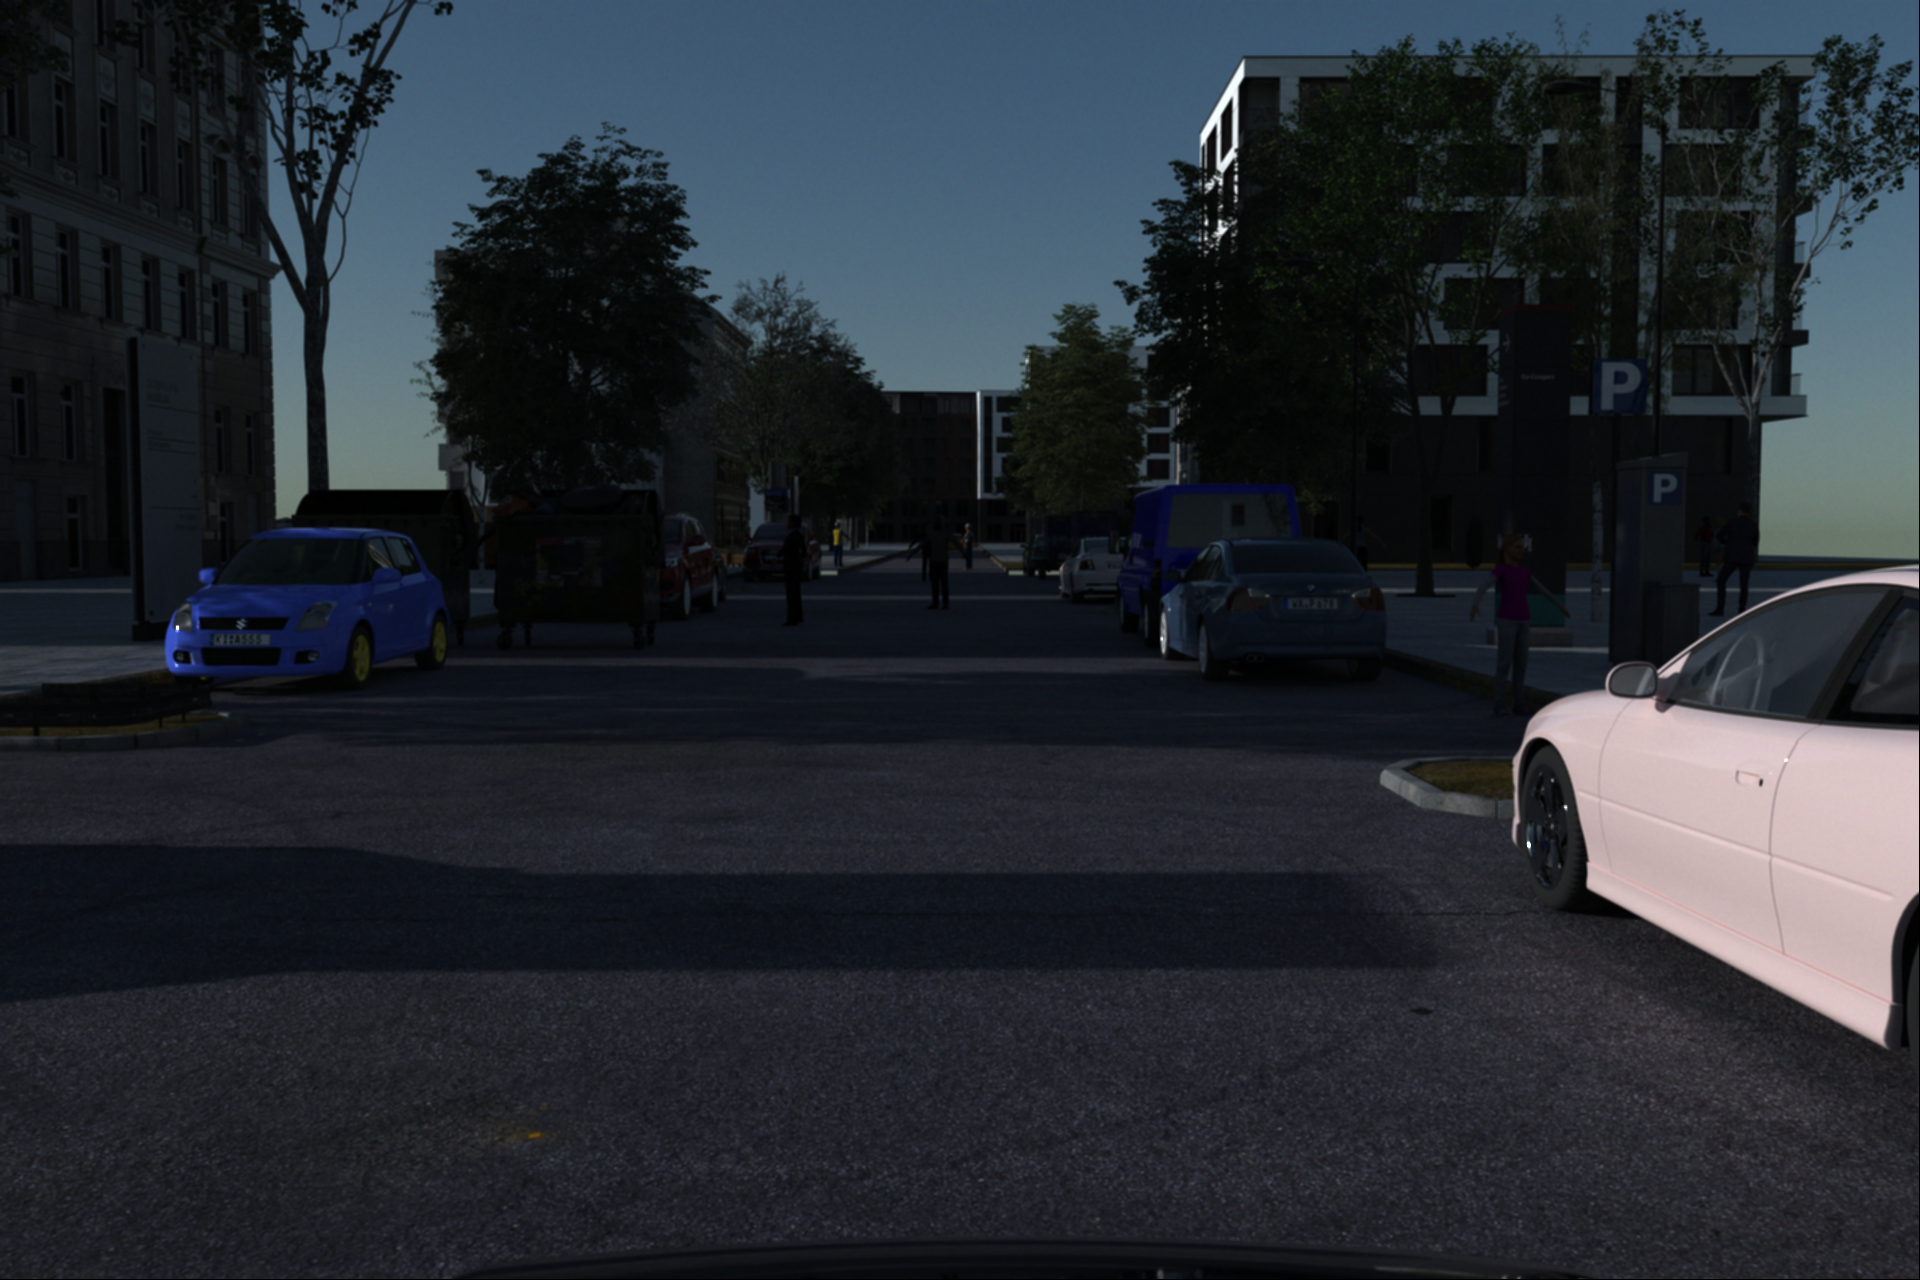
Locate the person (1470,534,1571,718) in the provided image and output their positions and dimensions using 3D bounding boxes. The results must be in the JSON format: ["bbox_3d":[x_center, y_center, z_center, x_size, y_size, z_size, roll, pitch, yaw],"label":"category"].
[{"bbox_3d":[4.361,-0.110,13.528,0.991,1.433,0.599,-2,4,-25],"label":"person"}]

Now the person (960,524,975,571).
[{"bbox_3d":[0.310,-3.663,68.203,0.705,1.847,1.347,2,4,28],"label":"person"}]

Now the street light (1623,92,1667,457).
[{"bbox_3d":[7.756,-2.775,17.905,1.470,5.913,1.316,0,3,0],"label":"street light"}]

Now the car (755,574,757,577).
[{"bbox_3d":[-5.881,-2.846,58.893,2.083,1.381,4.827,0,4,0],"label":"car"}]

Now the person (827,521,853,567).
[{"bbox_3d":[-4.714,-3.746,67.709,1.216,1.772,0.721,2,4,30],"label":"person"}]

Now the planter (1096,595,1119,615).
[{"bbox_3d":[3.488,-0.627,31.398,1.991,0.319,1.994,0,4,1],"label":"planter"}]

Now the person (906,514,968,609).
[{"bbox_3d":[-0.401,-1.493,32.995,1.348,1.813,0.705,2,4,30],"label":"person"}]

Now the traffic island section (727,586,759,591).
[{"bbox_3d":[-6.188,-1.309,44.272,1.991,0.108,1.994,0,4,0],"label":"traffic island section"}]

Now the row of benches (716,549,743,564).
[{"bbox_3d":[-9.030,-3.535,73.266,4.104,0.672,1.422,1,4,22],"label":"row of benches"}]

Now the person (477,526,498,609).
[{"bbox_3d":[-7.756,-1.395,29.620,1.215,1.729,0.721,0,4,3],"label":"person"}]

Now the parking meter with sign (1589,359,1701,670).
[{"bbox_3d":[6.547,-1.237,16.481,0.543,3.016,1.738,0,3,0],"label":"parking meter with sign"}]

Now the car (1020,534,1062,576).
[{"bbox_3d":[3.185,-2.968,60.329,2.131,1.459,4.920,0,4,-1],"label":"car"}]

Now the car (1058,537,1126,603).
[{"bbox_3d":[3.185,-1.518,37.187,2.083,1.381,4.827,0,4,-1],"label":"car"}]

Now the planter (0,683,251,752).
[{"bbox_3d":[-6.259,0.536,12.376,1.991,0.319,1.994,0,4,0],"label":"planter"}]

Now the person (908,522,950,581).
[{"bbox_3d":[-0.965,-2.692,52.655,1.347,1.806,0.705,-1,4,-19],"label":"person"}]

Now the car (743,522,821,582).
[{"bbox_3d":[-5.459,-2.743,53.514,2.281,1.827,5.304,0,4,0],"label":"car"}]

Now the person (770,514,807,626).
[{"bbox_3d":[-2.675,-1.094,27.073,0.721,1.740,1.216,1,4,17],"label":"person"}]

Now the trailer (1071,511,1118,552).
[{"bbox_3d":[3.348,-2.256,43.927,1.471,1.999,3.904,0,3,0],"label":"trailer"}]

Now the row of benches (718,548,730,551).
[{"bbox_3d":[-11.183,-3.849,78.401,1.422,0.672,4.104,-2,4,-24],"label":"row of benches"}]

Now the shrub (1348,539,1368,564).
[{"bbox_3d":[14.821,-3.294,64.980,1.383,1.207,1.383,0,3,0],"label":"shrub"}]

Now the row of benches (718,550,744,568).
[{"bbox_3d":[-8.145,-3.062,65.529,1.422,0.672,4.104,-3,4,-36],"label":"row of benches"}]

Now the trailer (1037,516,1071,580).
[{"bbox_3d":[3.207,-2.964,55.510,1.471,1.999,3.904,0,4,0],"label":"trailer"}]

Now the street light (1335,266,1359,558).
[{"bbox_3d":[7.230,-3.472,29.316,1.470,5.913,1.316,0,4,0],"label":"street light"}]

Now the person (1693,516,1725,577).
[{"bbox_3d":[22.507,-2.818,52.188,1.345,1.816,0.704,-2,4,-29],"label":"person"}]

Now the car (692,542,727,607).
[{"bbox_3d":[-5.925,-1.459,35.653,2.131,1.459,4.920,0,3,0],"label":"car"}]

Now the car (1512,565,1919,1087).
[{"bbox_3d":[3.169,0.440,5.171,2.083,1.381,4.827,0,4,0],"label":"car"}]

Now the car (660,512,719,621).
[{"bbox_3d":[-5.512,-1.328,30.389,2.281,1.827,5.304,0,4,0],"label":"car"}]

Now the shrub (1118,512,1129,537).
[{"bbox_3d":[5.955,-3.592,62.770,1.661,2.075,1.752,0,3,0],"label":"shrub"}]

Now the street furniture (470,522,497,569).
[{"bbox_3d":[-16.132,-3.650,66.532,9.812,1.723,11.010,1,4,17],"label":"street furniture"}]

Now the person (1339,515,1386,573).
[{"bbox_3d":[9.823,-2.179,42.438,1.217,1.737,0.721,2,4,25],"label":"person"}]

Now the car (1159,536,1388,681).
[{"bbox_3d":[3.205,-0.380,18.223,2.014,1.417,4.499,0,4,-1],"label":"car"}]

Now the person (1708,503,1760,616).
[{"bbox_3d":[12.082,-1.258,27.058,0.683,1.767,0.568,0,4,4],"label":"person"}]

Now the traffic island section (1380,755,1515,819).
[{"bbox_3d":[3.403,0.815,9.548,1.991,0.108,1.994,0,4,0],"label":"traffic island section"}]

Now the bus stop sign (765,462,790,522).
[{"bbox_3d":[-6.649,-4.534,63.147,0.837,3.901,0.837,0,4,-1],"label":"bus stop sign"}]

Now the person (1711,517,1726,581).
[{"bbox_3d":[20.490,-2.469,46.973,0.721,1.753,1.214,2,4,27],"label":"person"}]

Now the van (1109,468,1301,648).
[{"bbox_3d":[3.272,-1.169,23.505,2.240,2.365,5.245,0,4,-1],"label":"van"}]

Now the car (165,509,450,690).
[{"bbox_3d":[-6.320,-0.453,17.001,1.945,1.707,3.694,0,3,0],"label":"car"}]

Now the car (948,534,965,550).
[{"bbox_3d":[-0.476,-7.766,137.196,2.015,1.641,3.980,0,4,-1],"label":"car"}]
